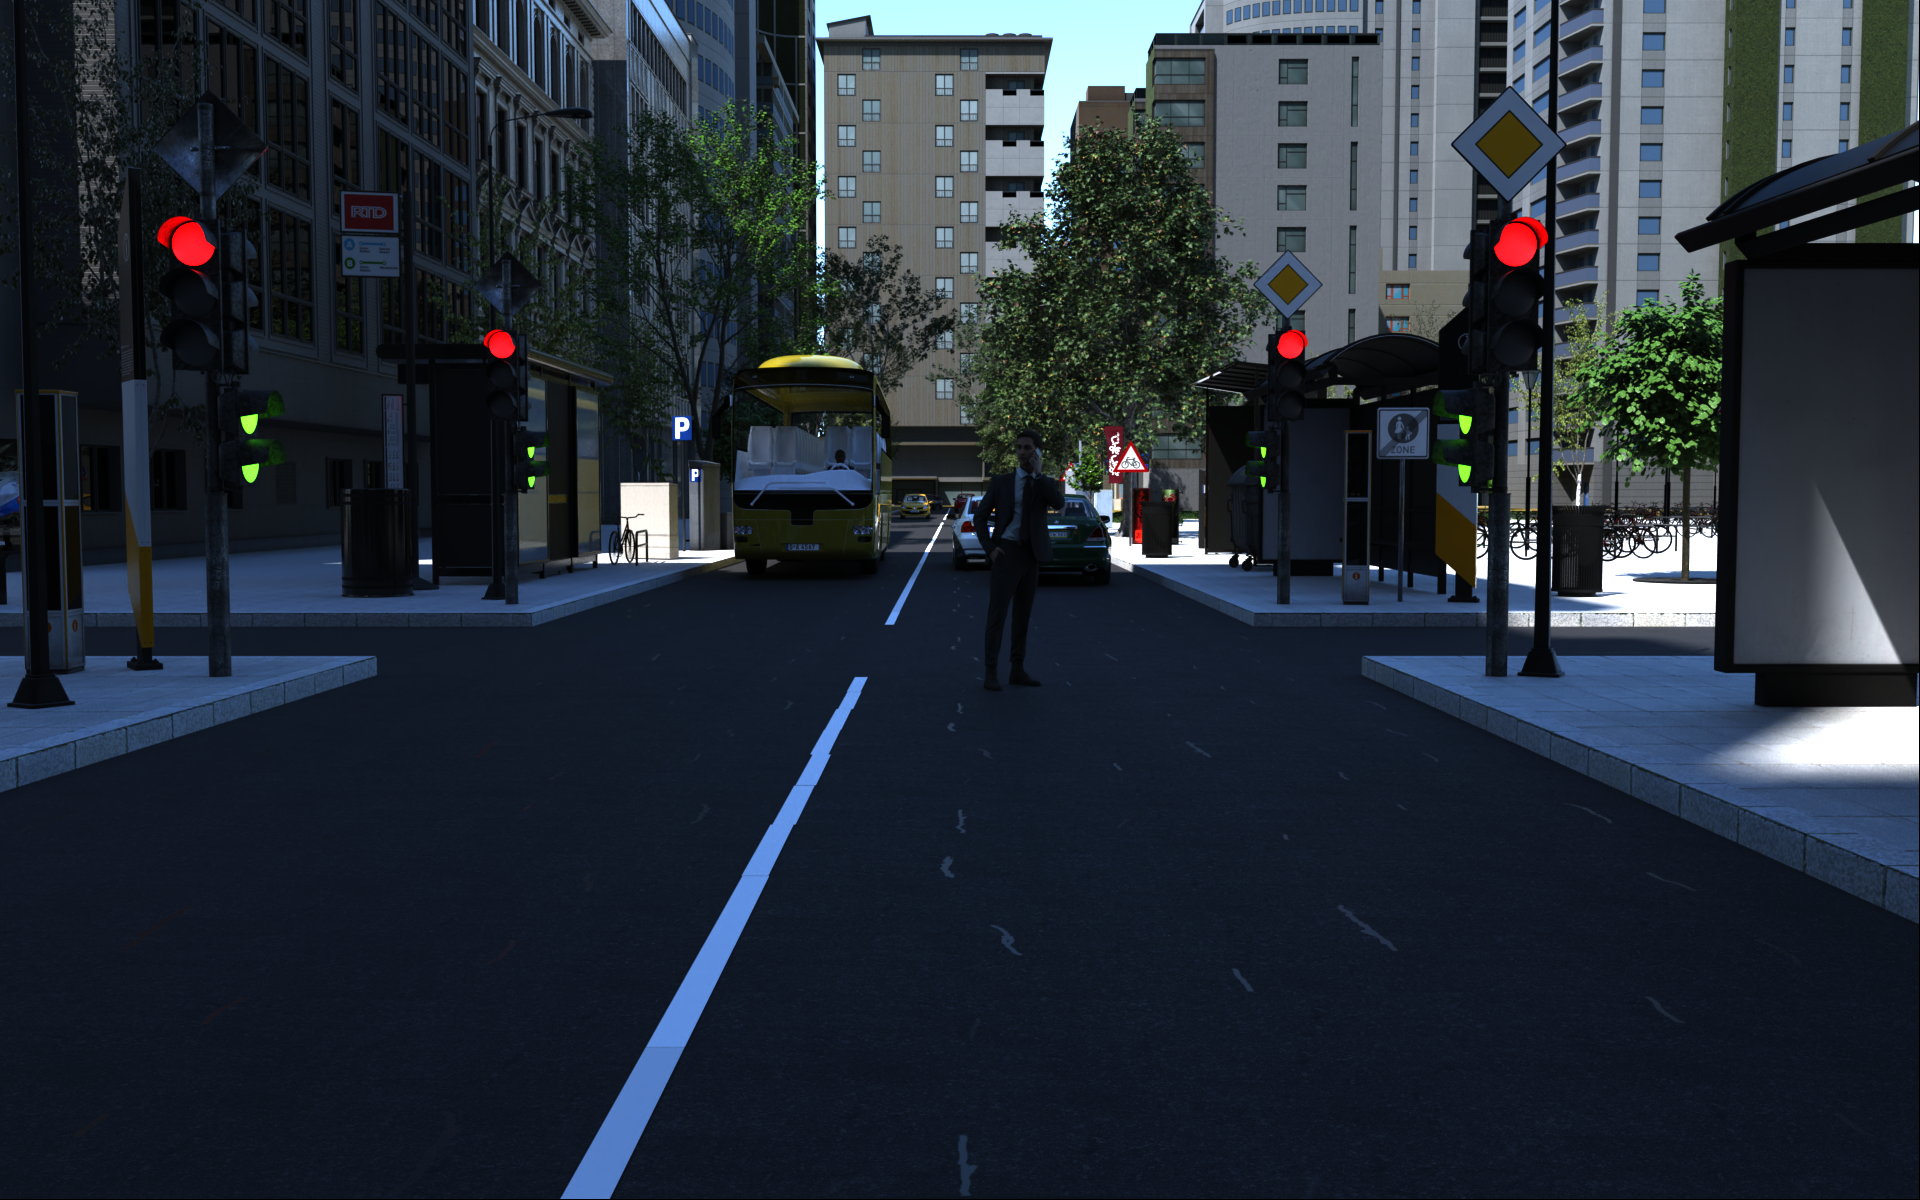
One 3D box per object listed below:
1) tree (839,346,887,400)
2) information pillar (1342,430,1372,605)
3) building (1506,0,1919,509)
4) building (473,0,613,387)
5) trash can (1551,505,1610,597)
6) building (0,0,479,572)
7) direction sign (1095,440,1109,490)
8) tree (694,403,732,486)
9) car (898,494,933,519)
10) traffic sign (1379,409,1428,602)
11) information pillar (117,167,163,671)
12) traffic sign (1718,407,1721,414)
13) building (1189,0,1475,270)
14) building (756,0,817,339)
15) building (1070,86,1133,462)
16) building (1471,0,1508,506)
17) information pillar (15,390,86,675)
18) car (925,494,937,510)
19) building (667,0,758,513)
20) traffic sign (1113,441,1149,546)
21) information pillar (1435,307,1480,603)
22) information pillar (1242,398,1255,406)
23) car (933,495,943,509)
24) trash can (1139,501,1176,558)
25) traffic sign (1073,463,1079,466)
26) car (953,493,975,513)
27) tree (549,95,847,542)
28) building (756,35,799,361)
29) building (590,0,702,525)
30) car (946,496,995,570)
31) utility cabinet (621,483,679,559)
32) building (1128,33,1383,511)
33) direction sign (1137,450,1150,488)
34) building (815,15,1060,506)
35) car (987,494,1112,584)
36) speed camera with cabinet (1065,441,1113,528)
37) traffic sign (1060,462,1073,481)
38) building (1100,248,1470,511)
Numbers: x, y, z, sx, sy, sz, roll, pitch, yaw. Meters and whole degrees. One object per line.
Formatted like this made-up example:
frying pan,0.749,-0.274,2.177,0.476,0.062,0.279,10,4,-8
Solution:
tree,-6.323,-8.161,83.796,4.737,8.622,4.395,0,3,0
information pillar,4.605,-0.956,20.117,0.304,2.012,0.304,1,4,10
building,64.983,-37.291,151.699,28.212,58.520,21.231,0,3,0
building,-19.654,-14.206,61.140,11.050,23.489,19.941,0,3,0
trash can,7.752,-0.617,21.738,0.748,1.137,0.748,0,3,0
building,-20.950,-15.015,38.996,14.314,27.812,24.014,0,3,0
direction sign,5.796,-4.810,70.637,0.876,3.537,0.379,0,4,1
tree,-6.526,-4.291,53.871,4.285,4.588,4.351,0,3,0
car,-2.581,-5.509,100.301,2.015,1.641,3.980,0,3,0
traffic sign,5.246,-1.128,20.580,0.606,2.300,0.079,0,4,3
information pillar,-6.048,-1.306,12.706,0.183,3.616,0.504,-3,4,-36
traffic sign,5.450,-0.701,11.460,0.884,2.594,0.081,0,4,5
building,41.018,-40.053,196.867,28.212,58.520,21.231,0,3,0
building,-27.295,-46.334,195.808,20.611,71.187,20.563,0,3,0
building,19.818,-33.236,193.527,14.200,45.320,14.600,0,3,0
building,65.431,-46.312,195.445,20.611,71.187,20.563,0,3,0
information pillar,-6.495,-0.482,12.379,0.304,2.012,0.304,0,4,-4
car,-3.005,-8.727,152.475,2.009,1.686,4.222,0,4,0
building,-24.848,-34.637,108.321,21.231,58.520,28.212,0,3,0
traffic sign,4.177,-2.593,42.394,0.884,2.594,0.081,0,4,7
information pillar,5.908,-1.782,20.496,0.504,3.616,0.183,2,4,26
information pillar,6.611,-2.961,39.763,0.504,3.616,0.183,-1,4,-19
car,-2.524,-9.252,163.842,1.945,1.354,3.894,0,4,1
trash can,3.964,-1.419,34.846,0.748,1.137,0.748,0,3,0
traffic sign,4.736,-4.332,70.942,0.768,2.556,0.104,1,4,8
car,0.491,-7.756,135.847,2.155,1.783,4.494,0,4,2
tree,-6.899,-7.382,46.456,9.928,11.665,9.643,0,3,0
building,-26.212,-27.805,146.498,23.993,40.220,32.217,0,3,0
building,-19.739,-16.122,81.613,12.078,24.808,19.932,0,3,0
car,0.734,-1.354,34.135,2.014,1.417,4.499,0,4,-1
utility cabinet,-6.095,-1.551,34.042,1.173,1.500,0.318,2,4,27
building,18.792,-20.851,112.612,14.160,30.474,14.107,0,3,0
direction sign,6.094,-4.125,59.435,0.876,3.537,0.379,2,4,31
building,-1.676,-37.373,200.280,27.495,52.752,28.713,0,3,0
car,1.493,-1.050,28.958,2.131,1.459,4.920,0,4,0
speed camera with cabinet,4.816,-4.296,64.577,2.038,3.252,0.660,-3,5,-43
traffic sign,4.506,-4.302,70.340,0.884,2.594,0.081,0,4,4
building,26.318,-18.560,148.503,27.650,21.520,28.899,0,3,0
